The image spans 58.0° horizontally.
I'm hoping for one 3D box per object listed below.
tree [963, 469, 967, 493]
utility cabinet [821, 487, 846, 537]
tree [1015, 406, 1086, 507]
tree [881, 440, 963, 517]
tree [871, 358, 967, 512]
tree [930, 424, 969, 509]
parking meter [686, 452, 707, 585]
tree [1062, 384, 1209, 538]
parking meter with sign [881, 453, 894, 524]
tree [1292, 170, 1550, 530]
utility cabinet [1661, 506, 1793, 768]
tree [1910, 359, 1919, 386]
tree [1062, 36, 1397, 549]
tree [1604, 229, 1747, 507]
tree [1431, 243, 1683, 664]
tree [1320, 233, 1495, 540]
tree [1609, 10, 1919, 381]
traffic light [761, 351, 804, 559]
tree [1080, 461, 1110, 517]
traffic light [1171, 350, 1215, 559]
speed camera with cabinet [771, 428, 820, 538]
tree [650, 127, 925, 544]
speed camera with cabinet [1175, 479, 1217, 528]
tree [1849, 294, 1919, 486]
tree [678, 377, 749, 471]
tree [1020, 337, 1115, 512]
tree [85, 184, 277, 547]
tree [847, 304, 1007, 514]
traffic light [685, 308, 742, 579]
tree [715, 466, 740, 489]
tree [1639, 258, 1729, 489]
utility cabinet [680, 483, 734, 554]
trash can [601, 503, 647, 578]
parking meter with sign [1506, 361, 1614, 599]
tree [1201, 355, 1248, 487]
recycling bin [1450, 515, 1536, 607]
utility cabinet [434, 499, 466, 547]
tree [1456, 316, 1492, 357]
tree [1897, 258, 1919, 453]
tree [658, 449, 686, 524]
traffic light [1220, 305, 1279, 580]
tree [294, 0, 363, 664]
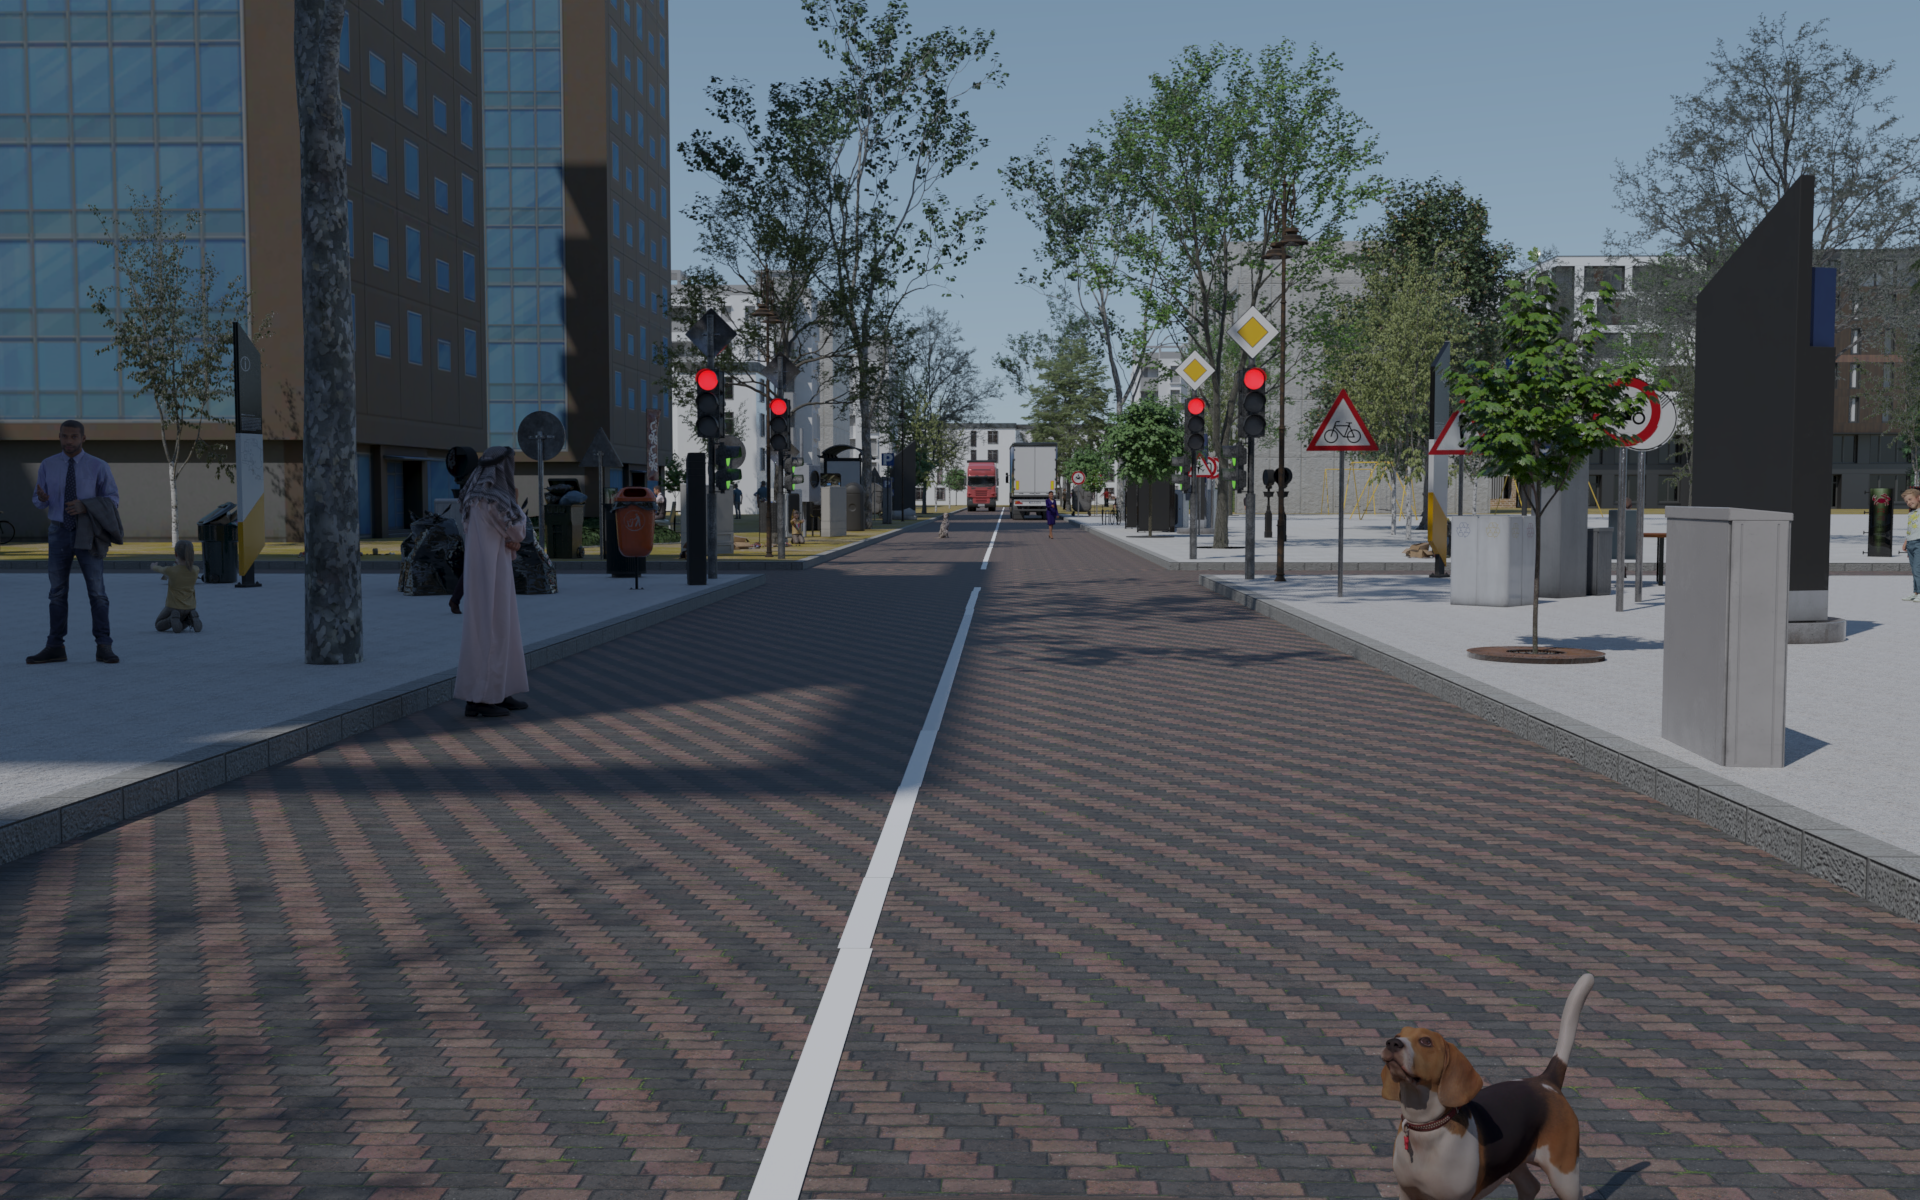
[{"bbox_3d":[-0.336,-12.431,186.968,4.285,4.588,4.351,0,3,0],"label":"tree"},{"bbox_3d":[-3.775,-2.631,51.691,0.318,1.500,1.173,1,4,21],"label":"utility cabinet"},{"bbox_3d":[9.911,-14.598,173.085,7.601,10.594,8.767,3,5,41],"label":"tree"},{"bbox_3d":[-2.788,-7.044,98.880,4.285,4.588,4.351,0,3,0],"label":"tree"},{"bbox_3d":[-2.691,-8.737,93.214,4.737,8.622,4.395,0,3,0],"label":"tree"},{"bbox_3d":[-0.956,-12.417,153.374,4.360,8.622,3.978,0,3,0],"label":"tree"},{"bbox_3d":[-3.730,-1.149,24.494,0.255,1.863,0.399,-1,4,-14],"label":"parking meter"},{"bbox_3d":[5.566,-4.132,51.274,4.285,4.588,4.351,0,3,0],"label":"tree"},{"bbox_3d":[-3.112,-4.779,74.399,0.543,3.016,1.738,0,4,-3],"label":"parking meter with sign"},{"bbox_3d":[16.703,-8.849,61.689,9.611,12.733,9.660,0,3,0],"label":"tree"},{"bbox_3d":[3.790,0.157,8.592,0.306,1.237,1.020,0,4,6],"label":"utility cabinet"},{"bbox_3d":[31.548,-7.107,50.607,7.601,10.594,8.767,0,4,-1],"label":"tree"},{"bbox_3d":[6.146,-7.004,40.269,9.928,11.665,9.643,0,3,0],"label":"tree"},{"bbox_3d":[29.164,-8.726,68.423,9.928,11.665,9.643,0,3,0],"label":"tree"},{"bbox_3d":[4.439,-1.160,13.575,1.663,3.219,1.824,0,3,0],"label":"tree"},{"bbox_3d":[12.335,-5.984,48.200,4.737,8.622,4.395,0,3,0],"label":"tree"},{"bbox_3d":[21.173,-8.171,43.958,12.009,13.543,11.850,0,3,0],"label":"tree"},{"bbox_3d":[-3.514,-2.766,34.141,0.839,4.253,0.868,0,4,2],"label":"traffic light"},{"bbox_3d":[7.694,-6.388,99.053,1.663,3.219,1.824,0,3,0],"label":"tree"},{"bbox_3d":[4.565,-2.753,33.932,0.839,4.253,0.868,0,4,2],"label":"traffic light"},{"bbox_3d":[-4.881,-3.488,51.370,0.660,3.252,2.038,2,4,25],"label":"speed camera with cabinet"},{"bbox_3d":[-4.367,-6.686,43.737,7.601,10.594,8.767,0,4,-3],"label":"tree"},{"bbox_3d":[8.536,-4.327,65.086,2.038,3.252,0.660,2,4,32],"label":"speed camera with cabinet"},{"bbox_3d":[32.892,-6.673,59.460,4.360,8.622,3.978,0,3,0],"label":"tree"},{"bbox_3d":[-14.974,-9.506,105.783,4.737,8.622,4.395,0,3,0],"label":"tree"},{"bbox_3d":[8.048,-12.656,125.058,7.486,12.596,7.792,0,3,0],"label":"tree"},{"bbox_3d":[-18.812,-5.573,41.479,4.360,8.622,3.978,0,3,0],"label":"tree"},{"bbox_3d":[-2.176,-12.280,111.142,12.009,13.543,11.850,0,3,0],"label":"tree"},{"bbox_3d":[-3.737,-2.278,26.159,0.839,4.253,0.868,0,4,2],"label":"traffic light"},{"bbox_3d":[-13.515,-6.462,100.248,1.663,3.219,1.824,0,3,0],"label":"tree"},{"bbox_3d":[22.883,-6.275,52.961,4.360,8.622,3.978,0,3,0],"label":"tree"},{"bbox_3d":[-5.280,-1.685,36.235,0.318,1.500,1.173,3,5,43],"label":"utility cabinet"},{"bbox_3d":[-5.148,-0.920,26.698,0.748,1.137,0.748,0,3,0],"label":"trash can"},{"bbox_3d":[7.477,-1.543,21.489,1.738,3.016,0.543,-3,5,-39],"label":"parking meter with sign"},{"bbox_3d":[13.851,-8.681,92.292,4.737,8.622,4.395,0,3,0],"label":"tree"},{"bbox_3d":[6.172,-0.459,20.053,0.722,1.027,0.722,-3,5,-45],"label":"recycling bin"},{"bbox_3d":[-6.871,-0.812,24.439,1.020,1.237,0.306,-1,4,-14],"label":"utility cabinet"},{"bbox_3d":[29.093,-10.727,85.764,12.009,13.543,11.850,0,3,0],"label":"tree"},{"bbox_3d":[5.081,-0.793,7.567,1.663,3.219,1.824,0,3,0],"label":"tree"},{"bbox_3d":[-12.198,-4.827,73.523,1.663,3.219,1.824,0,3,0],"label":"tree"},{"bbox_3d":[4.342,-2.265,25.950,0.839,4.253,0.868,0,4,2],"label":"traffic light"},{"bbox_3d":[-6.203,-9.561,12.205,12.611,20.169,13.585,0,3,0],"label":"tree"}]
